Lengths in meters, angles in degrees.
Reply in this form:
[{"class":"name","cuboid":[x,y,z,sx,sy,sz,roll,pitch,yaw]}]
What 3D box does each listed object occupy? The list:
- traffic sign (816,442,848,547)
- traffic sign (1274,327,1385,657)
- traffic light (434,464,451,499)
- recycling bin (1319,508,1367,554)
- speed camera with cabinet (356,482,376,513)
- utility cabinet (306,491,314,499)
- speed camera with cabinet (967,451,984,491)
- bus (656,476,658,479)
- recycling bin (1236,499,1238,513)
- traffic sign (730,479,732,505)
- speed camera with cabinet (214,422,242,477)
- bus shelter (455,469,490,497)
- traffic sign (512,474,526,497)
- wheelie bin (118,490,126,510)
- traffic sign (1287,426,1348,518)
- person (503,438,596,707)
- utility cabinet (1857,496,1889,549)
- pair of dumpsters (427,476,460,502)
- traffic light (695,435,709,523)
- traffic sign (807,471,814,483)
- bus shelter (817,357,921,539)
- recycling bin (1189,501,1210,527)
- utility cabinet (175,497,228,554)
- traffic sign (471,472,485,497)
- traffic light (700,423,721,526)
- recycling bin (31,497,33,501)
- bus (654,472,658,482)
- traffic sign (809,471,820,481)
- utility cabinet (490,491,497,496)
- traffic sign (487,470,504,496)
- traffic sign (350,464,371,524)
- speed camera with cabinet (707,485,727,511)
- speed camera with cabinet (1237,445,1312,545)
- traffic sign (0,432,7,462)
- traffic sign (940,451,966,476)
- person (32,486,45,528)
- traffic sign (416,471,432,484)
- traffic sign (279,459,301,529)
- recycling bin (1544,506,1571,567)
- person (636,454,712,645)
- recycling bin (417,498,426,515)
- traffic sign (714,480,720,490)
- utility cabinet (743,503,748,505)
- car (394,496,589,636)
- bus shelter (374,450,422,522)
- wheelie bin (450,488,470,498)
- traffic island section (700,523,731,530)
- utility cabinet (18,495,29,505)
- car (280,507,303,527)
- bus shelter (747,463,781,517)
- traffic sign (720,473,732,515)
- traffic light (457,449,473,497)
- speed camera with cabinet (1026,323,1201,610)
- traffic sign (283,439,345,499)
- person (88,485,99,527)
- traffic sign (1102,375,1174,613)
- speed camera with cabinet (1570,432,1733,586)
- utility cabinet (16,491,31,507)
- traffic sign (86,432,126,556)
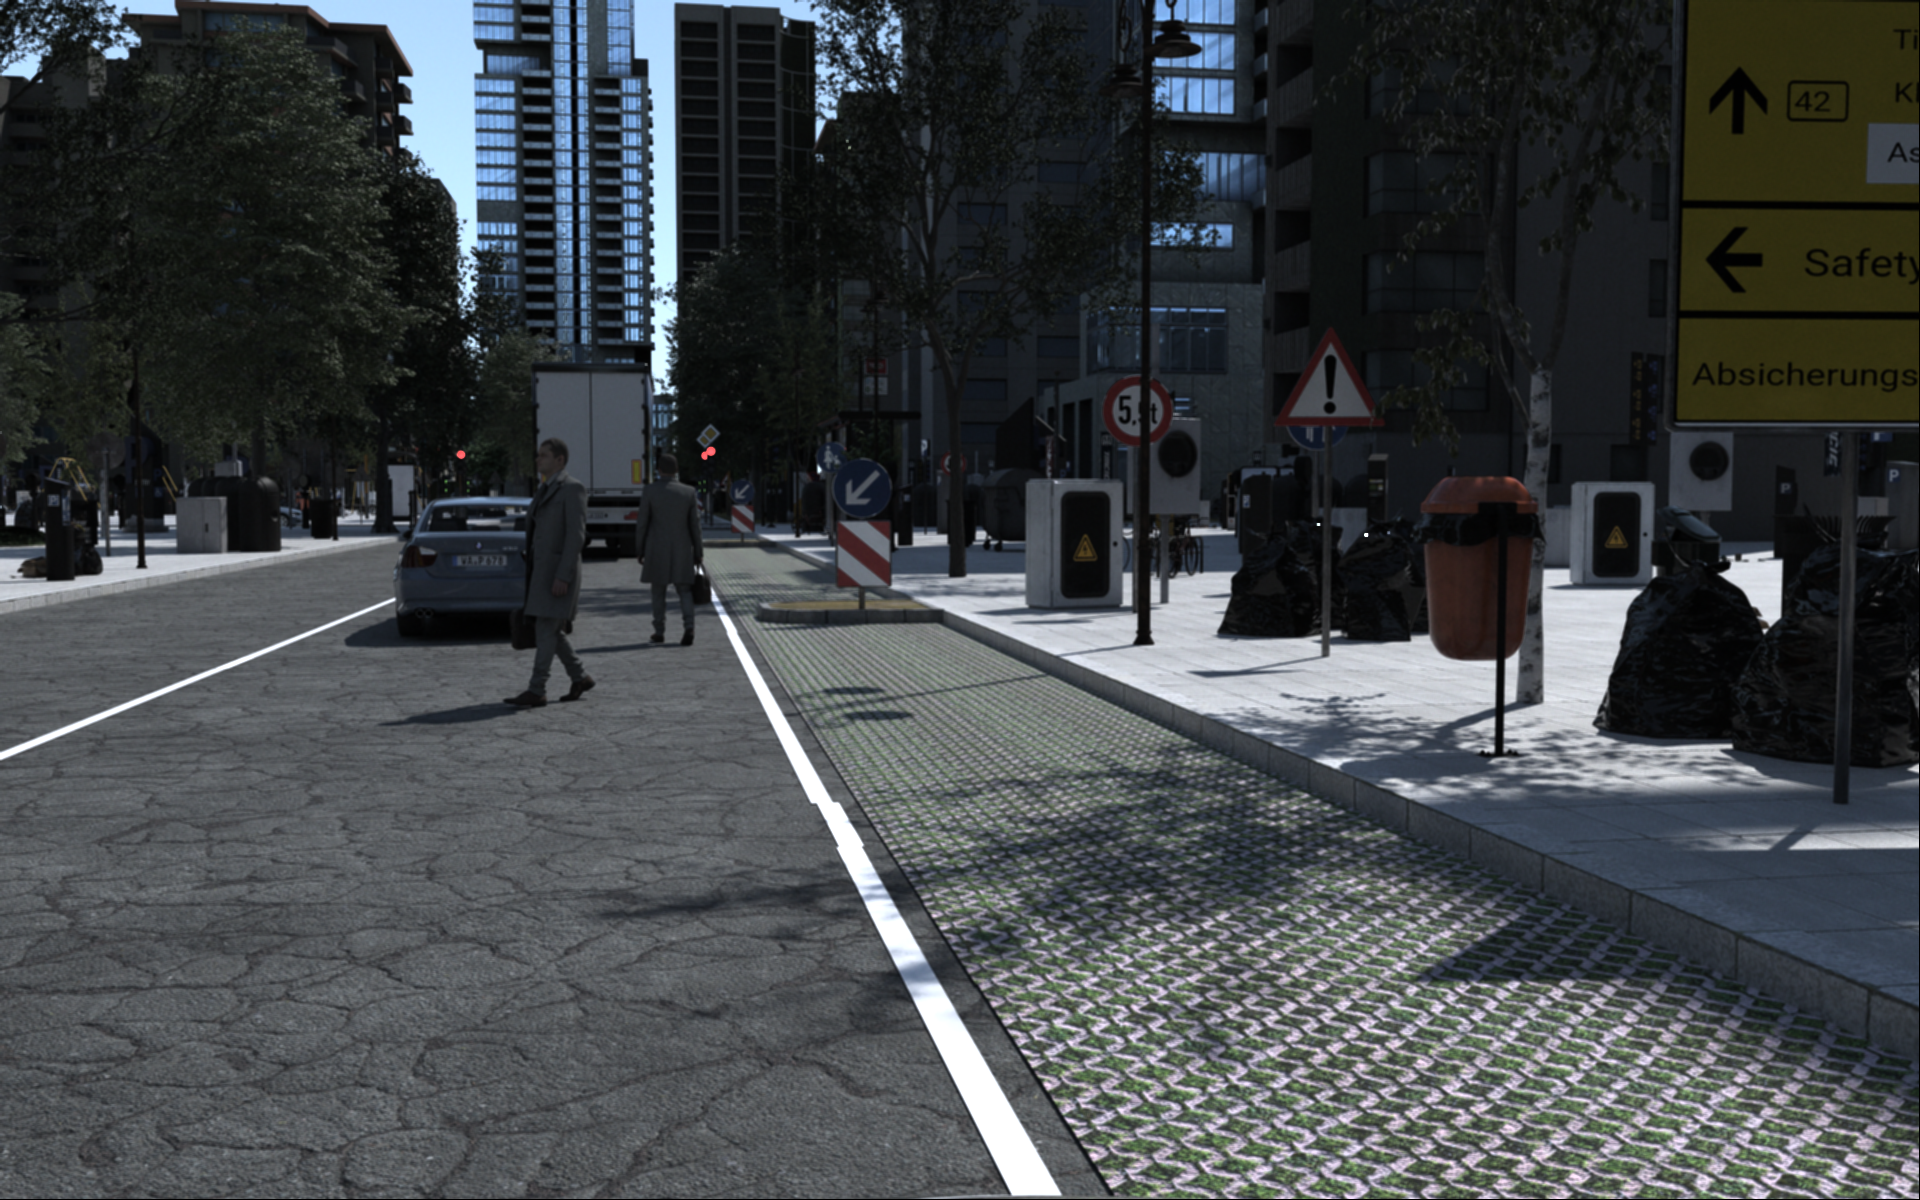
[{"class":"traffic sign","cuboid":[-3.116,-2.576,42.218,0.768,2.556,0.104,0,4,-5]},{"class":"traffic sign","cuboid":[2.886,-0.832,13.599,0.884,2.594,0.081,0,4,-4]},{"class":"traffic light","cuboid":[-20.195,-4.788,67.203,0.839,4.253,0.868,-1,4,-10]},{"class":"recycling bin","cuboid":[7.068,-1.180,31.846,0.722,1.027,0.722,-2,4,-28]},{"class":"speed camera with cabinet","cuboid":[-39.598,-7.441,116.003,0.660,3.252,2.038,1,4,14]},{"class":"utility cabinet","cuboid":[-47.806,-7.201,126.413,1.173,1.500,0.318,-2,4,-26]},{"class":"speed camera with cabinet","cuboid":[1.390,-5.237,79.956,2.038,3.252,0.660,-1,4,-12]},{"class":"bus","cuboid":[-31.442,-10.965,174.136,2.948,3.499,13.247,-1,4,-9]},{"class":"recycling bin","cuboid":[12.893,-4.254,82.100,0.722,1.027,0.722,2,4,23]},{"class":"traffic sign","cuboid":[-15.000,-6.827,113.756,0.606,2.300,0.079,0,4,-2]},{"class":"speed camera with cabinet","cuboid":[-20.266,-3.309,48.438,0.660,3.252,2.038,0,4,-7]},{"class":"bus shelter","cuboid":[-28.717,-6.821,102.802,1.731,3.624,6.357,-1,4,-10]},{"class":"traffic sign","cuboid":[-28.332,-6.802,111.209,0.884,2.594,0.081,0,4,-4]},{"class":"wheelie bin","cuboid":[-41.097,-4.748,85.538,0.980,1.594,0.693,0,4,5]},{"class":"traffic sign","cuboid":[4.127,-1.223,20.105,0.768,2.556,0.104,0,4,-7]},{"class":"person","cuboid":[-2.802,-0.195,11.790,0.767,1.812,0.694,-3,4,-37]},{"class":"utility cabinet","cuboid":[19.910,-1.638,37.938,0.306,1.237,1.020,0,4,-2]},{"class":"pair of dumpsters","cuboid":[-26.499,-5.314,89.376,1.574,2.255,4.437,-1,4,-10]},{"class":"traffic light","cuboid":[-11.313,-5.379,76.868,0.839,4.253,0.868,-1,4,-10]},{"class":"traffic sign","cuboid":[-8.288,-5.732,93.727,0.884,2.594,0.081,0,4,-1]},{"class":"bus shelter","cuboid":[-2.716,-4.294,47.842,2.179,5.291,8.768,-1,4,-10]},{"class":"recycling bin","cuboid":[9.288,-3.353,67.373,0.722,1.027,0.722,0,4,-5]},{"class":"utility cabinet","cuboid":[-16.405,-1.608,37.460,1.020,1.237,0.306,0,4,6]},{"class":"traffic sign","cuboid":[-25.395,-5.500,91.105,0.795,2.450,0.064,0,4,-3]},{"class":"traffic light","cuboid":[-9.941,-4.898,69.001,0.839,4.253,0.868,-1,4,-10]},{"class":"recycling bin","cuboid":[-70.117,-7.223,130.649,0.722,1.027,0.722,-1,4,-11]},{"class":"bus","cuboid":[-29.079,-10.181,158.004,2.896,3.916,12.252,-1,4,-8]},{"class":"traffic sign","cuboid":[-8.239,-5.951,97.406,0.768,2.556,0.104,0,4,0]},{"class":"utility cabinet","cuboid":[-29.859,-6.214,110.277,0.318,1.500,1.173,1,4,10]},{"class":"traffic sign","cuboid":[-24.734,-5.638,92.184,0.884,2.594,0.081,0,4,-2]},{"class":"traffic sign","cuboid":[-25.606,-4.526,74.006,0.884,2.594,0.081,0,4,-4]},{"class":"speed camera with cabinet","cuboid":[-18.031,-8.336,130.629,2.038,3.252,0.660,-1,4,-19]},{"class":"speed camera with cabinet","cuboid":[7.660,-2.922,42.107,0.660,3.252,2.038,-2,4,-35]},{"class":"traffic sign","cuboid":[-18.108,-1.963,32.208,0.768,2.556,0.104,0,4,-3]},{"class":"traffic sign","cuboid":[-0.198,-3.092,50.654,0.768,2.556,0.104,0,4,-8]},{"class":"person","cuboid":[-36.362,-3.678,68.411,0.659,1.850,0.755,0,4,2]},{"class":"traffic sign","cuboid":[-28.745,-5.681,92.893,0.884,2.594,0.081,0,3,0]},{"class":"traffic sign","cuboid":[-24.331,-3.840,62.890,0.768,2.556,0.104,0,4,-7]},{"class":"recycling bin","cuboid":[10.703,-1.105,30.616,0.722,1.027,0.722,2,4,25]},{"class":"person","cuboid":[-2.761,-0.488,16.586,0.694,1.812,0.767,-1,4,-20]},{"class":"recycling bin","cuboid":[-32.911,-5.684,105.482,0.722,1.027,0.722,-1,4,-10]},{"class":"traffic sign","cuboid":[-21.212,-9.229,151.006,0.768,2.556,0.104,0,4,-3]},{"class":"utility cabinet","cuboid":[-11.393,-4.959,92.242,0.306,1.237,1.020,0,4,-4]},{"class":"car","cuboid":[-5.090,-0.423,18.920,2.014,1.417,4.499,-1,4,-11]},{"class":"bus shelter","cuboid":[-26.568,-5.449,83.021,2.014,3.302,5.546,-1,4,-10]},{"class":"wheelie bin","cuboid":[-24.482,-4.709,84.897,0.980,1.594,0.693,-1,4,-18]},{"class":"traffic island section","cuboid":[-11.272,-3.346,76.989,2.009,0.180,2.903,-1,4,-10]},{"class":"utility cabinet","cuboid":[-45.020,-4.410,83.263,0.306,1.237,1.020,-3,4,-39]},{"class":"car","cuboid":[-29.096,-3.585,70.625,4.499,1.417,2.014,-1,4,-10]},{"class":"bus shelter","cuboid":[-10.826,-6.221,95.630,2.014,3.302,5.546,-1,4,-10]},{"class":"traffic sign","cuboid":[-14.144,-6.434,105.201,0.884,2.594,0.081,0,4,-2]},{"class":"traffic light","cuboid":[-21.567,-5.269,75.070,0.839,4.253,0.868,-1,4,-10]},{"class":"speed camera with cabinet","cuboid":[1.758,-1.552,19.710,2.038,3.252,0.660,-2,4,-29]},{"class":"traffic sign","cuboid":[-24.089,-4.324,64.578,2.265,3.308,0.079,0,4,-2]},{"class":"person","cuboid":[-34.290,-3.641,68.455,0.576,1.772,0.534,1,4,16]},{"class":"traffic sign","cuboid":[1.899,-1.131,18.604,0.768,2.556,0.104,0,4,-1]},{"class":"speed camera with cabinet","cuboid":[9.678,-1.829,24.240,2.038,3.252,0.660,0,4,1]},{"class":"utility cabinet","cuboid":[-68.281,-7.195,126.323,0.318,1.500,1.173,1,4,8]},{"class":"traffic sign","cuboid":[-17.534,-2.170,35.580,0.768,2.556,0.104,0,4,-6]}]
